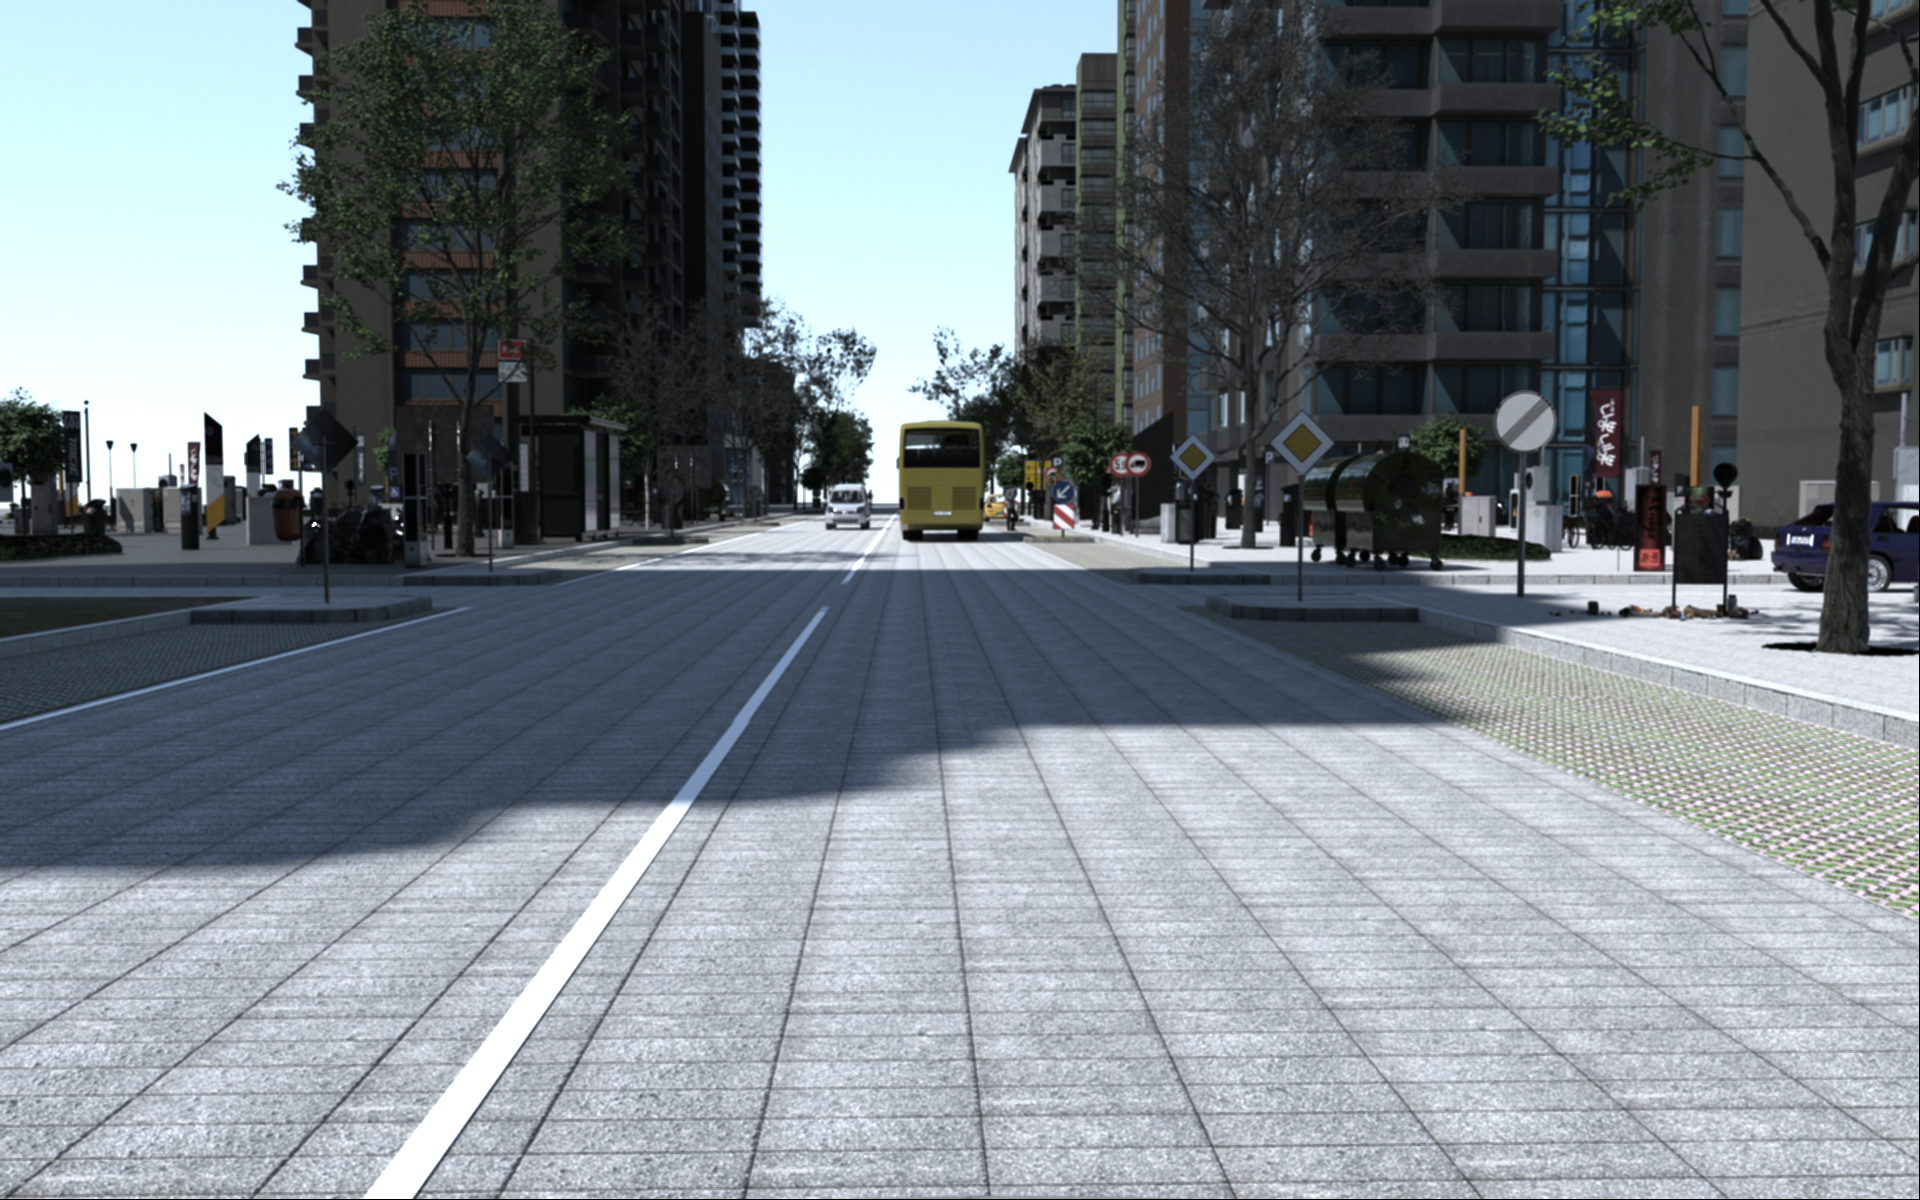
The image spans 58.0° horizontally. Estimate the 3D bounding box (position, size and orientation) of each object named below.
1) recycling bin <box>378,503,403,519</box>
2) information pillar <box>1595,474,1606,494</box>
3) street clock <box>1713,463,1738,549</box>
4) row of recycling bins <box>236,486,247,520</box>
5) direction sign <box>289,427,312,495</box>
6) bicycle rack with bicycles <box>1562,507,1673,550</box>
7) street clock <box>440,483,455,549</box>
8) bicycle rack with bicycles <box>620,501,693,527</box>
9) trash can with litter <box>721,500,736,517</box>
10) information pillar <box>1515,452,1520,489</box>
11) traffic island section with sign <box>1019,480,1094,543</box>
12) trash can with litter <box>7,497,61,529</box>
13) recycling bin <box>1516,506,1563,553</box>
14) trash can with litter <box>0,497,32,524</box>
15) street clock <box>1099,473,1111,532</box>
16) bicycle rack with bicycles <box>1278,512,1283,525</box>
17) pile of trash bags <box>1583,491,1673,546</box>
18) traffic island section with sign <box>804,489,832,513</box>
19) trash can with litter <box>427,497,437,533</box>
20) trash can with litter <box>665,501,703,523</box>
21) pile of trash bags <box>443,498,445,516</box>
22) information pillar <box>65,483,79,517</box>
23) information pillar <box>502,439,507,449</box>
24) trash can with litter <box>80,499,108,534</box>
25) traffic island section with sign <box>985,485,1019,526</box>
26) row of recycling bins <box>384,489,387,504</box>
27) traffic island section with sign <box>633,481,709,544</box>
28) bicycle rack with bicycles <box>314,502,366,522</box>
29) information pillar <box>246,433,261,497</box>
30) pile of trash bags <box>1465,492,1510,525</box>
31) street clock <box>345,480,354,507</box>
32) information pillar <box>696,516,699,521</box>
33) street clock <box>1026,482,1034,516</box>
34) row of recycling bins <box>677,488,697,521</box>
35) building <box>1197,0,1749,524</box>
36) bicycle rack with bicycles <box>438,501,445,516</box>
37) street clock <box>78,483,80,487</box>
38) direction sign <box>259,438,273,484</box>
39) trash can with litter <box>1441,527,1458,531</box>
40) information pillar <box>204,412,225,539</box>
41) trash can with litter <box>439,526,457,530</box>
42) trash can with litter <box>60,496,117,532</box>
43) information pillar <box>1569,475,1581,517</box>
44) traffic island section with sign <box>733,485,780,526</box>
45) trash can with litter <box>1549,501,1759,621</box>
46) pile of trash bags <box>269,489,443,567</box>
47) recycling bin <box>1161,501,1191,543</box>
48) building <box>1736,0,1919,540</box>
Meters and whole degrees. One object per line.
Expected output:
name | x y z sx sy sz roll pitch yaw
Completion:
recycling bin | -15.033 -2.058 46.206 0.722 1.027 0.722 0 4 4
information pillar | 21.995 -3.365 59.517 0.304 2.012 0.304 2 4 28
street clock | 17.791 -2.185 40.294 0.358 2.002 0.471 -3 5 -44
row of recycling bins | -36.103 -4.817 85.874 1.069 1.692 3.534 0 4 -4
direction sign | -22.363 -4.085 58.783 0.876 3.537 0.379 1 4 17
bicycle rack with bicycles | 15.368 -1.658 40.497 2.852 0.926 2.925 0 4 4
street clock | -11.975 -2.196 40.480 0.358 2.002 0.471 -1 4 -18
bicycle rack with bicycles | -12.501 -3.415 69.209 2.925 0.926 2.852 2 4 33
trash can with litter | -12.952 -5.167 95.871 1.055 1.170 0.624 -3 4 -36
information pillar | 22.126 -4.712 68.398 0.504 3.616 0.183 -2 4 -27
traffic island section with sign | 2.896 -2.617 51.422 1.989 1.847 2.006 0 4 -2
trash can with litter | -33.818 -3.268 64.495 2.233 1.210 1.678 1 4 12
recycling bin | 12.665 -1.547 37.856 0.722 1.027 0.722 -3 4 -38
trash can with litter | -41.085 -3.940 75.485 2.233 1.210 1.678 -2 4 -34
street clock | 4.957 -3.315 58.767 0.471 2.002 0.358 -2 4 -29
bicycle rack with bicycles | 13.028 -3.102 64.101 2.925 0.926 2.852 3 5 40
pile of trash bags | 16.864 -2.106 44.190 1.912 1.369 3.447 0 4 1
traffic island section with sign | -10.564 -7.329 128.450 1.989 1.847 2.006 0 4 -2
trash can with litter | -17.449 -2.796 57.103 0.624 1.170 1.055 -2 4 -28
trash can with litter | -12.558 -4.033 76.994 2.233 1.210 1.678 1 4 17
pile of trash bags | -28.953 -5.243 95.471 1.912 1.369 3.447 -1 4 -11
information pillar | -36.780 -4.910 71.638 0.504 3.616 0.183 -2 4 -27
information pillar | -19.395 -5.042 73.785 0.183 3.616 0.504 -2 4 -32
trash can with litter | -21.128 -1.863 41.853 1.055 1.170 0.624 2 4 23
traffic island section with sign | 2.131 -4.278 78.578 1.989 1.847 2.006 0 4 -2
row of recycling bins | -31.776 -5.607 98.784 1.069 1.692 3.534 0 4 5
traffic island section with sign | -8.334 -2.540 50.149 1.989 1.847 2.006 0 4 -2
bicycle rack with bicycles | -27.448 -3.918 77.443 2.925 0.926 2.852 -3 5 -43
information pillar | -27.030 -4.585 66.317 0.504 3.616 0.183 -2 4 -28
pile of trash bags | 21.336 -3.750 71.070 1.912 1.369 3.447 2 4 34
street clock | -30.864 -5.083 87.679 0.358 2.002 0.471 2 4 32
information pillar | -12.529 -5.592 82.782 0.183 3.616 0.504 0 4 -7
street clock | 4.157 -6.036 103.254 0.471 2.002 0.358 0 4 7
row of recycling bins | -13.370 -4.734 84.514 1.069 1.692 3.534 0 4 3
building | 24.584 -28.646 87.968 23.786 49.044 30.456 0 4 -2
bicycle rack with bicycles | -27.426 -4.637 89.189 2.852 0.926 2.925 2 4 33
street clock | -44.694 -5.068 87.433 0.471 2.002 0.358 -2 4 -29
direction sign | -28.136 -4.769 69.975 0.876 3.537 0.379 1 4 11
trash can with litter | 16.666 -3.031 60.618 1.678 1.210 2.233 -1 4 -18
information pillar | -21.125 -3.529 49.046 0.504 3.616 0.183 -1 4 -22
trash can with litter | -18.973 -3.076 61.348 2.233 1.210 1.678 -1 4 -15
trash can with litter | -29.313 -2.960 59.453 1.678 1.210 2.233 0 4 6
information pillar | 23.862 -3.836 67.214 0.304 2.012 0.304 3 5 41
traffic island section with sign | -9.129 -4.226 77.719 1.989 1.847 2.006 0 4 -2
trash can with litter | 7.382 -0.442 18.293 2.233 1.210 1.678 1 4 13
pile of trash bags | -11.474 -1.366 32.086 1.912 1.369 3.447 1 4 17
recycling bin | 5.694 -2.014 45.478 0.722 1.027 0.722 0 4 -7
building | 33.325 -25.784 45.267 21.600 48.544 21.300 0 4 -2
